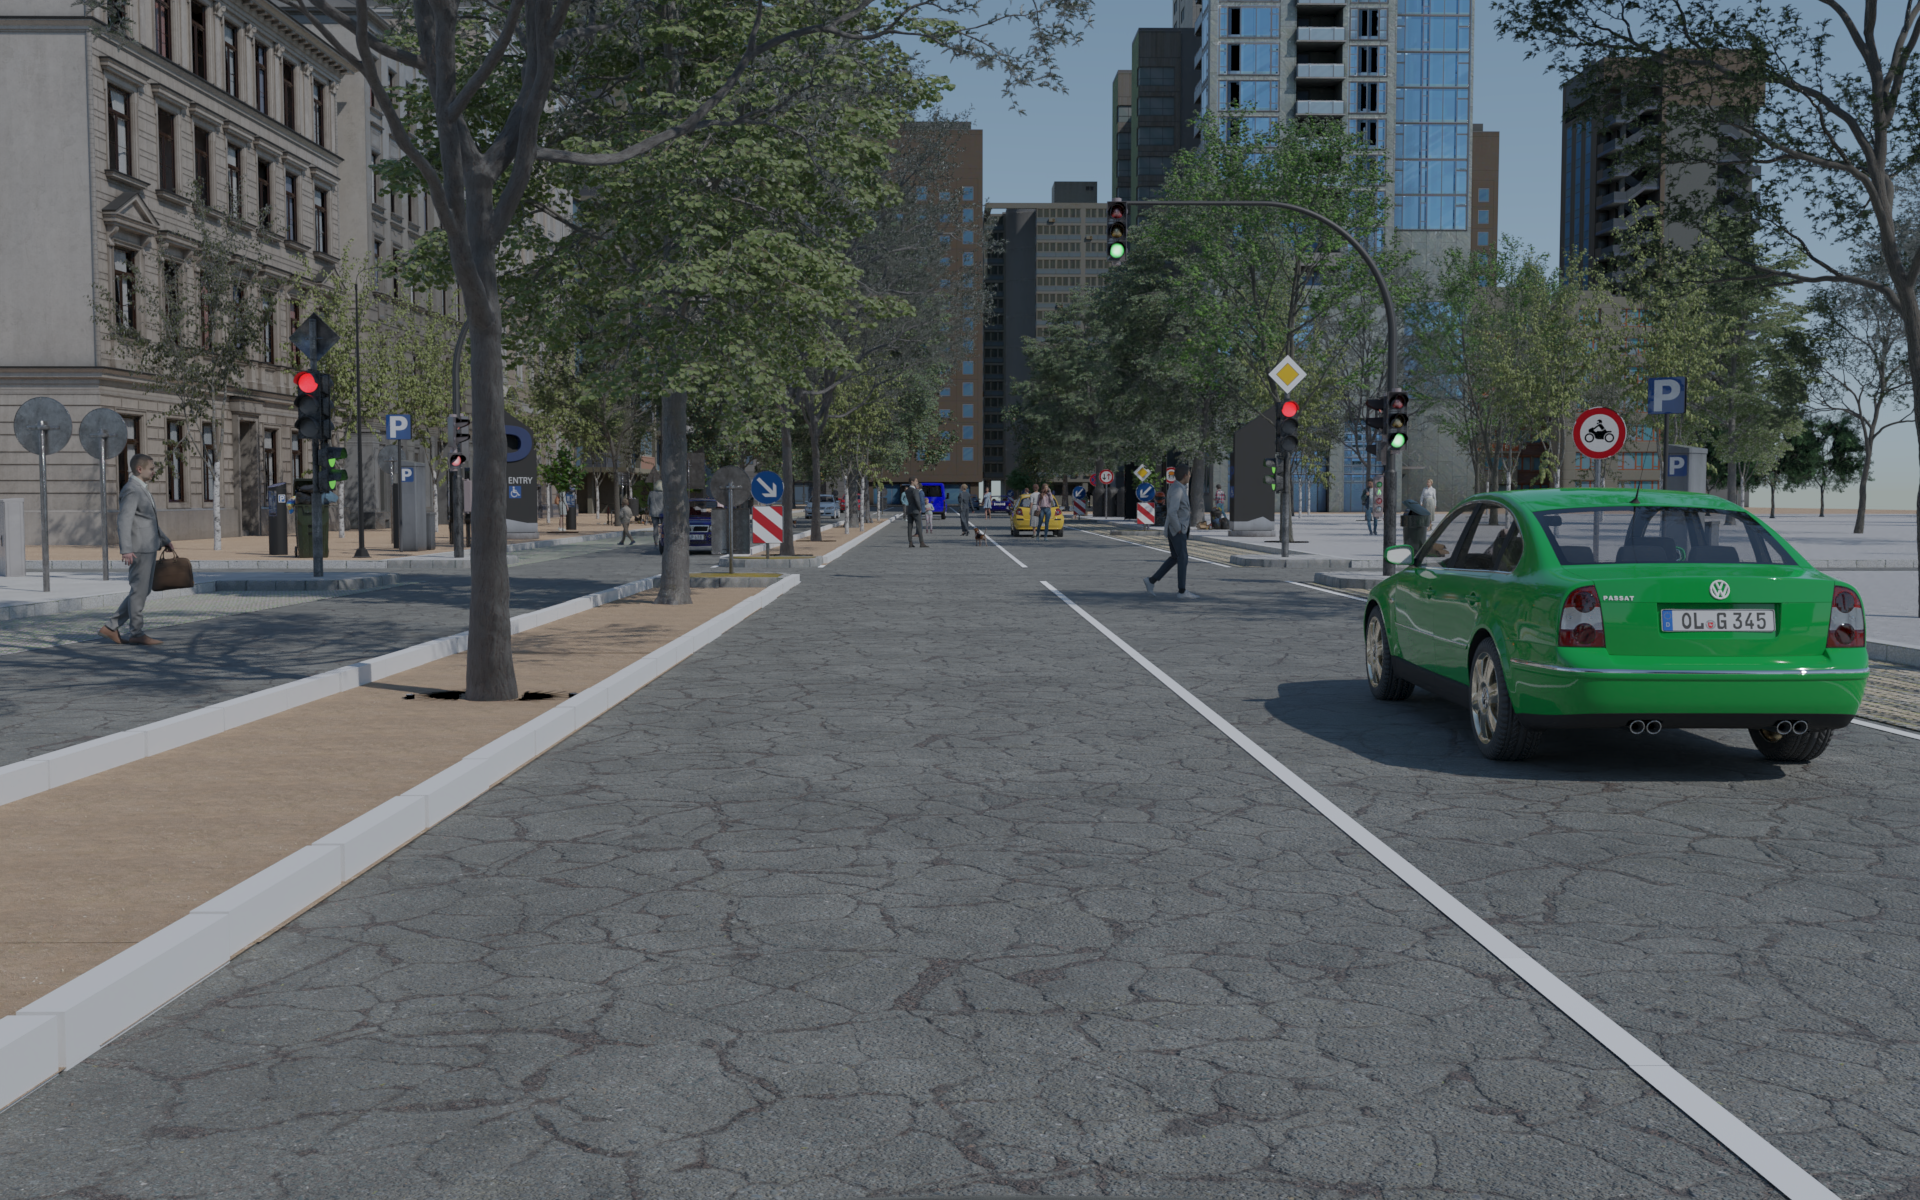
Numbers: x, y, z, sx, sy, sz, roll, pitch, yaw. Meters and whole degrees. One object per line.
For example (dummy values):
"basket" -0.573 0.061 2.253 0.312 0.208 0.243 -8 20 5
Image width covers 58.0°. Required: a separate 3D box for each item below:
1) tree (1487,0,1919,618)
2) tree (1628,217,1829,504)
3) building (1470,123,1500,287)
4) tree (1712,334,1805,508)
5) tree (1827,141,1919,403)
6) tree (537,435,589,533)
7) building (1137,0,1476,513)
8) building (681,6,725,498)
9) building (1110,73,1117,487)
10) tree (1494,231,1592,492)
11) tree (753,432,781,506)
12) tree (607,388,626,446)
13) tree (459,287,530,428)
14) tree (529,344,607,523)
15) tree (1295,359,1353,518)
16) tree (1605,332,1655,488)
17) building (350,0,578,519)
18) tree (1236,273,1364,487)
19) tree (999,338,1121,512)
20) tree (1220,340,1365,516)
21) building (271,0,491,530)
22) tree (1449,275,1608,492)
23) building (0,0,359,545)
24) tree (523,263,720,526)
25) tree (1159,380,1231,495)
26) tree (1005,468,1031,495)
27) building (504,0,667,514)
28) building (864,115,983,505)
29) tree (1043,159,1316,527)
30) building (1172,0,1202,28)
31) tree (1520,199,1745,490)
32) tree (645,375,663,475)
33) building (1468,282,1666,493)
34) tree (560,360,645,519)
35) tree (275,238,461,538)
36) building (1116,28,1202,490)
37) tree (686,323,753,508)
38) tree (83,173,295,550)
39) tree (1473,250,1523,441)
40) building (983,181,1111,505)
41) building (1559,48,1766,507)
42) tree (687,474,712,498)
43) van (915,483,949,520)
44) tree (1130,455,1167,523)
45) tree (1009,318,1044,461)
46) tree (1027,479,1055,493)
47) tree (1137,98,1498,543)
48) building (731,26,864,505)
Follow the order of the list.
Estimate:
"tree" 10.125 -5.109 17.952 8.767 10.594 7.601 0 4 4
"tree" 31.685 -9.368 71.293 7.486 12.596 7.792 0 3 0
"building" 55.407 -34.182 208.990 14.200 45.320 14.600 0 4 -1
"tree" 35.767 -7.845 78.631 4.360 8.622 3.978 0 3 0
"tree" 27.657 -8.168 43.922 12.009 13.543 11.850 0 3 0
"tree" -12.940 -3.809 56.876 1.663 3.219 1.824 0 3 0
"building" 26.332 -50.118 132.102 22.319 86.520 31.000 0 4 -1
"building" -36.028 -35.057 162.423 27.495 52.752 28.713 0 4 -1
"building" 21.749 -29.797 170.770 14.154 41.232 14.086 0 4 -1
"tree" 21.574 -8.829 70.114 9.928 11.665 9.643 0 3 0
"tree" -13.654 -10.356 119.677 4.360 8.622 3.978 0 3 0
"tree" -18.231 -8.093 82.691 4.737 8.622 4.395 0 3 0
"tree" -17.828 -6.585 58.030 4.737 8.622 4.395 0 3 0
"tree" -18.544 -7.728 76.713 4.737 8.622 4.395 0 3 0
"tree" 18.020 -8.592 90.847 4.360 8.622 3.978 0 3 0
"tree" 29.874 -7.913 79.747 4.360 8.622 3.978 0 3 0
"building" -28.190 -18.583 89.729 13.634 28.700 20.117 0 4 -1
"tree" 10.945 -6.553 57.501 4.737 8.622 4.395 0 3 0
"tree" 7.674 -12.830 126.772 9.611 12.733 9.660 0 3 0
"tree" 19.163 -10.104 99.614 8.767 10.594 7.601 0 4 7
"building" -25.960 -13.559 70.840 9.793 20.994 18.267 0 4 -1
"tree" 19.030 -6.658 59.218 4.360 8.622 3.978 0 3 0
"building" -26.230 -11.450 51.835 10.561 19.102 19.286 0 4 -1
"tree" -13.565 -8.224 68.880 8.767 10.594 7.601 0 4 2
"tree" 12.145 -8.614 91.205 4.360 8.622 3.978 0 3 0
"tree" 6.527 -12.373 186.015 4.285 4.588 4.351 0 3 0
"building" -32.289 -28.713 124.086 22.147 44.769 28.867 0 4 -1
"building" -4.568 -34.116 207.904 14.200 45.320 14.600 0 4 -1
"tree" 9.385 -9.834 67.439 9.857 13.997 8.962 0 3 0
"building" 37.213 -47.241 210.645 20.611 71.187 20.563 0 4 -1
"tree" 17.261 -5.642 42.609 4.737 8.622 4.395 0 3 0
"tree" -18.883 -9.102 99.184 4.360 8.622 3.978 0 3 0
"building" 47.193 -19.604 165.556 28.899 21.520 27.650 0 4 -1
"tree" -18.625 -8.459 88.664 4.360 8.622 3.978 0 3 0
"tree" -18.073 -6.139 50.739 4.737 8.622 4.395 0 3 0
"building" 22.170 -28.898 156.074 14.154 41.232 14.086 0 4 -1
"tree" -13.687 -11.675 107.893 9.611 12.733 9.660 0 3 0
"tree" -17.196 -5.447 39.420 4.360 8.622 3.978 0 3 0
"tree" 17.229 -6.127 50.532 4.737 8.622 4.395 0 3 0
"building" 14.380 -32.172 217.889 23.993 40.220 32.217 0 4 -1
"building" 69.036 -31.926 172.106 14.200 45.320 14.600 0 4 -1
"tree" -13.558 -5.729 88.269 1.663 3.219 1.824 0 3 0
"van" -1.741 -5.776 98.819 2.240 2.365 5.245 0 4 0
"tree" 8.420 -5.055 77.252 1.663 3.219 1.824 0 3 0
"tree" 8.096 -11.933 101.753 9.857 13.997 8.962 0 3 0
"tree" 7.348 -9.692 153.060 1.663 3.219 1.824 0 3 0
"tree" 8.539 -7.321 45.446 9.928 11.665 9.643 0 3 0
"building" -25.841 -40.958 211.666 28.212 58.520 21.231 0 4 -1
